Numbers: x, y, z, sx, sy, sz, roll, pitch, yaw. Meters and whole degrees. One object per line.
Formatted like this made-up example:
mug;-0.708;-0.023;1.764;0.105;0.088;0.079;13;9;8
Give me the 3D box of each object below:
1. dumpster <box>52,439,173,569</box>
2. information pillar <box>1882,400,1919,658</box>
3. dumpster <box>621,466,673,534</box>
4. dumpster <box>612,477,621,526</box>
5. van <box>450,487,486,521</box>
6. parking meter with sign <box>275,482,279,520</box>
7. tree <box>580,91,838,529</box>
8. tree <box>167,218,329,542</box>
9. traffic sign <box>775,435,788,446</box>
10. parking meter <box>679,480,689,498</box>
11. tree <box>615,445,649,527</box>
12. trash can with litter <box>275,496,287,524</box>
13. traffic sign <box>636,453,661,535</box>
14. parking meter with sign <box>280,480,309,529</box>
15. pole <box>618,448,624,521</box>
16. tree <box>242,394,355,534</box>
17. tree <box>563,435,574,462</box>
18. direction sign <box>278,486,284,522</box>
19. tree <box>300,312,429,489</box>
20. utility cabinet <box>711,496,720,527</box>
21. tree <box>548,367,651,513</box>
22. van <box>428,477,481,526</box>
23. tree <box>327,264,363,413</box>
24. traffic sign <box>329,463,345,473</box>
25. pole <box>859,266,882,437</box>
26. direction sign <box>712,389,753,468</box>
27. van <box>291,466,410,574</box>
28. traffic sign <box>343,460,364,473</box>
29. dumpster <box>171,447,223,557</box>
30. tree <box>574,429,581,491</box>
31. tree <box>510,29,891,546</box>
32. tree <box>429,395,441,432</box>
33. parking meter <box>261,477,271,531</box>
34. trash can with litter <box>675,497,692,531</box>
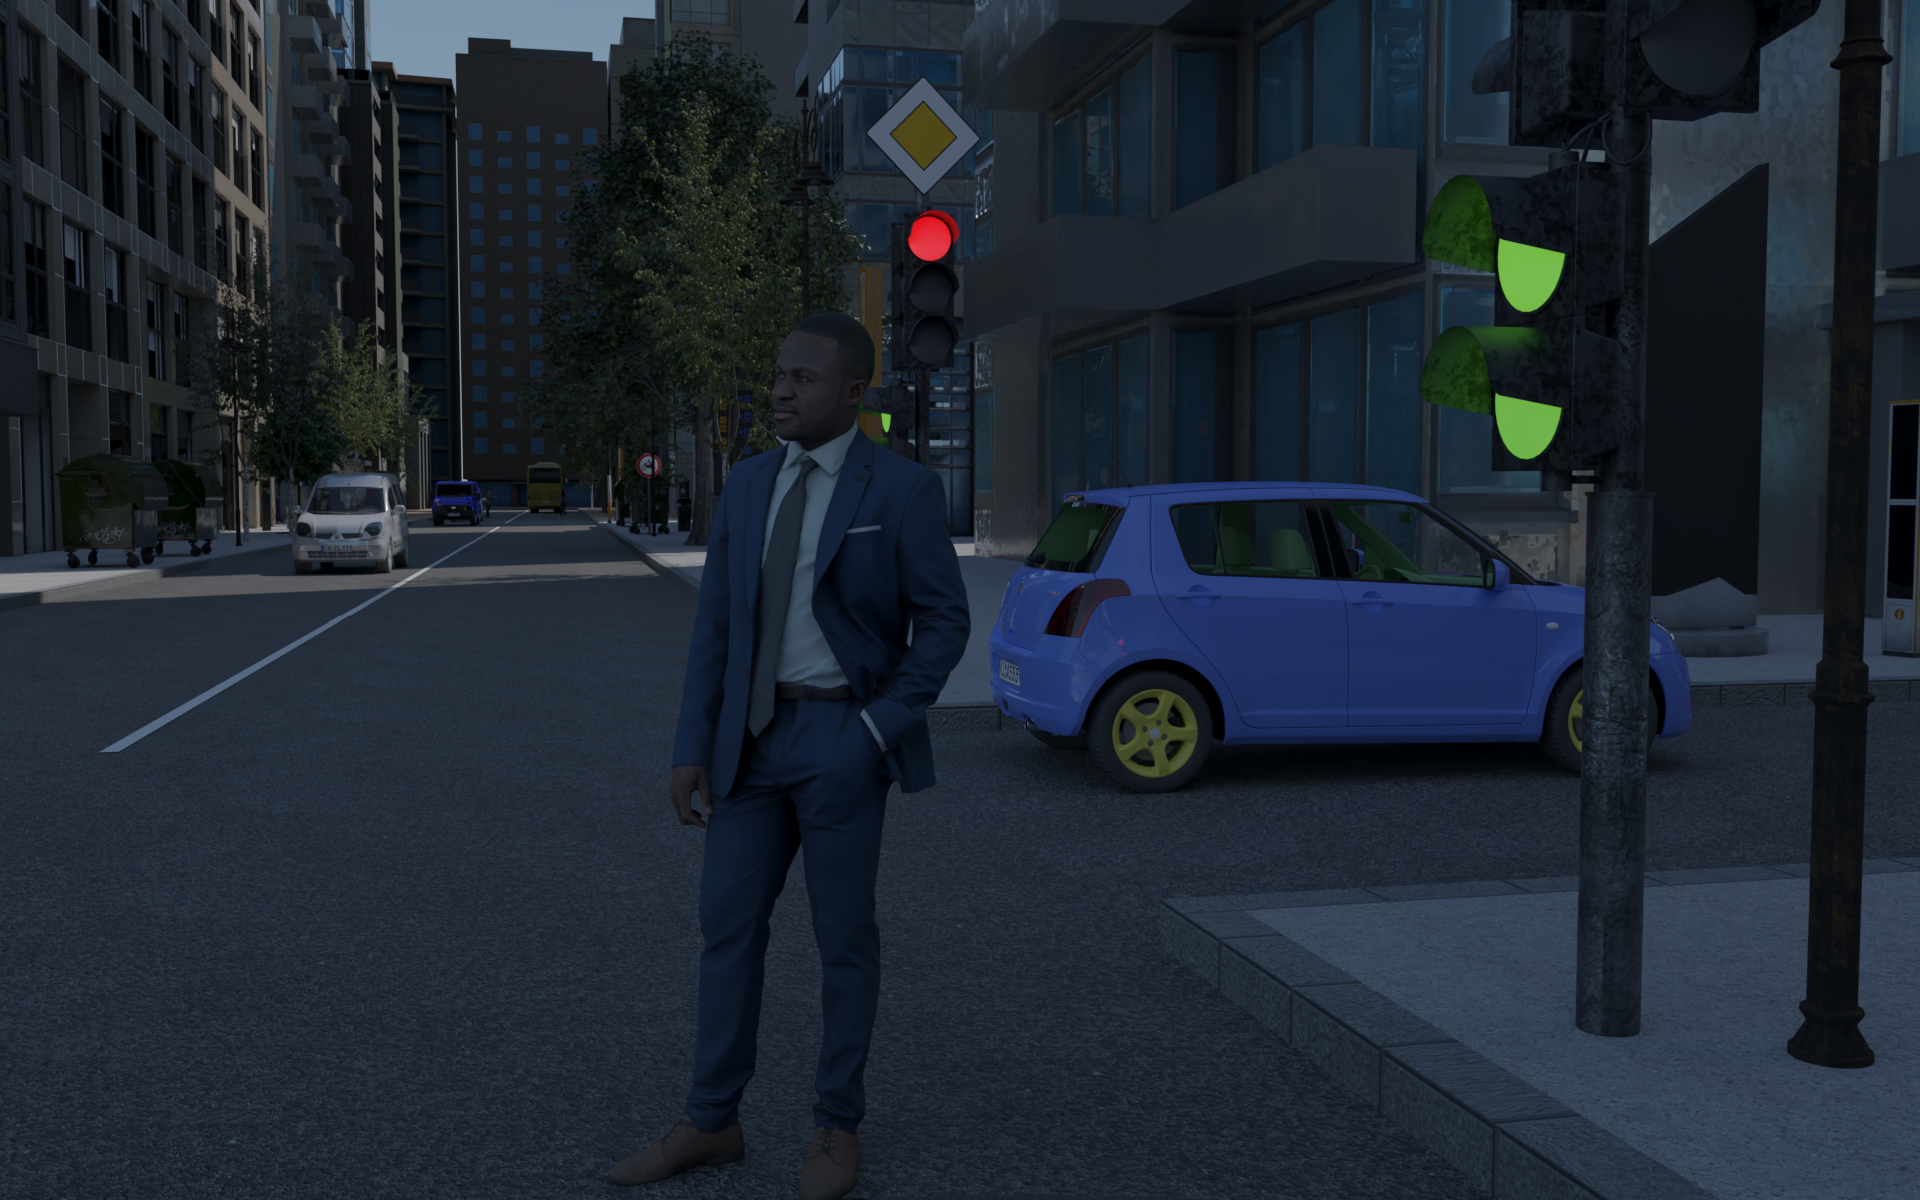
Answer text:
dumpster;-15.016;-1.721;30.635;1.502;2.255;1.985;-1;4;-13
information pillar;7.526;-0.560;13.648;0.304;2.012;0.304;-2;4;-24
dumpster;-10.087;-3.276;56.057;1.502;2.255;1.985;-1;4;-13
dumpster;-13.131;-4.085;69.276;1.502;2.255;1.985;-1;4;-13
van;-26.238;-5.207;92.139;2.013;2.044;4.112;-1;4;-14
parking meter with sign;-31.110;-5.074;79.225;1.738;3.016;0.543;-1;4;-23
tree;-4.302;-4.992;31.989;4.737;8.622;4.395;0;3;0
tree;-19.326;-5.890;46.663;4.360;8.622;3.978;0;3;0
traffic sign;-2.077;-1.346;23.199;0.795;2.450;0.064;0;4;-6
parking meter;-11.588;-4.101;72.770;0.399;1.863;0.255;1;4;18
tree;-12.406;-4.435;67.115;1.663;3.219;1.824;0;3;0
trash can with litter;-29.705;-3.942;75.513;1.678;1.210;2.233;-2;4;-25
traffic sign;-9.667;-3.287;53.849;0.768;2.556;0.104;-1;4;-11
parking meter with sign;-24.098;-4.090;63.131;0.543;3.016;1.738;-3;5;-43
pole;-13.835;-4.703;70.734;0.158;3.312;0.155;0;3;0
tree;-21.568;-4.452;56.496;4.285;4.588;4.351;0;3;0
tree;-20.964;-9.398;104.019;4.737;8.622;4.395;0;3;0
direction sign;-30.815;-5.281;78.347;0.379;3.537;0.876;0;4;-6
tree;-24.971;-7.388;71.151;4.737;8.622;4.395;0;3;0
utility cabinet;-8.055;-2.764;56.347;0.306;1.237;1.020;0;4;6
tree;-24.610;-12.200;117.602;7.486;12.596;7.792;0;3;0
van;-23.048;-4.583;79.316;2.240;2.365;5.245;-1;4;-13
tree;-19.948;-6.187;51.525;4.360;8.622;3.978;0;3;0
traffic sign;-23.149;-3.851;64.154;0.795;2.450;0.064;-1;4;-13
pole;-0.806;-1.335;15.678;0.158;3.312;0.155;0;3;0
direction sign;-4.914;-2.780;37.457;0.876;3.537;0.379;-1;4;-21
van;-11.391;-1.560;32.514;2.013;2.044;4.112;-1;4;-11
traffic sign;-22.982;-4.012;65.695;0.768;2.556;0.104;-1;4;-10
dumpster;-16.260;-2.045;35.928;1.502;2.255;1.985;-1;4;-13
tree;-11.573;-6.904;63.250;4.737;8.622;4.395;0;3;0
tree;-6.352;-7.716;43.158;9.611;12.733;9.660;0;3;0
tree;-27.781;-8.185;84.191;4.737;8.622;4.395;0;3;0
parking meter;-24.156;-3.338;60.280;0.255;1.863;0.399;-2;4;-32
trash can with litter;-9.569;-2.948;59.588;0.624;1.170;1.055;-1;4;-17
